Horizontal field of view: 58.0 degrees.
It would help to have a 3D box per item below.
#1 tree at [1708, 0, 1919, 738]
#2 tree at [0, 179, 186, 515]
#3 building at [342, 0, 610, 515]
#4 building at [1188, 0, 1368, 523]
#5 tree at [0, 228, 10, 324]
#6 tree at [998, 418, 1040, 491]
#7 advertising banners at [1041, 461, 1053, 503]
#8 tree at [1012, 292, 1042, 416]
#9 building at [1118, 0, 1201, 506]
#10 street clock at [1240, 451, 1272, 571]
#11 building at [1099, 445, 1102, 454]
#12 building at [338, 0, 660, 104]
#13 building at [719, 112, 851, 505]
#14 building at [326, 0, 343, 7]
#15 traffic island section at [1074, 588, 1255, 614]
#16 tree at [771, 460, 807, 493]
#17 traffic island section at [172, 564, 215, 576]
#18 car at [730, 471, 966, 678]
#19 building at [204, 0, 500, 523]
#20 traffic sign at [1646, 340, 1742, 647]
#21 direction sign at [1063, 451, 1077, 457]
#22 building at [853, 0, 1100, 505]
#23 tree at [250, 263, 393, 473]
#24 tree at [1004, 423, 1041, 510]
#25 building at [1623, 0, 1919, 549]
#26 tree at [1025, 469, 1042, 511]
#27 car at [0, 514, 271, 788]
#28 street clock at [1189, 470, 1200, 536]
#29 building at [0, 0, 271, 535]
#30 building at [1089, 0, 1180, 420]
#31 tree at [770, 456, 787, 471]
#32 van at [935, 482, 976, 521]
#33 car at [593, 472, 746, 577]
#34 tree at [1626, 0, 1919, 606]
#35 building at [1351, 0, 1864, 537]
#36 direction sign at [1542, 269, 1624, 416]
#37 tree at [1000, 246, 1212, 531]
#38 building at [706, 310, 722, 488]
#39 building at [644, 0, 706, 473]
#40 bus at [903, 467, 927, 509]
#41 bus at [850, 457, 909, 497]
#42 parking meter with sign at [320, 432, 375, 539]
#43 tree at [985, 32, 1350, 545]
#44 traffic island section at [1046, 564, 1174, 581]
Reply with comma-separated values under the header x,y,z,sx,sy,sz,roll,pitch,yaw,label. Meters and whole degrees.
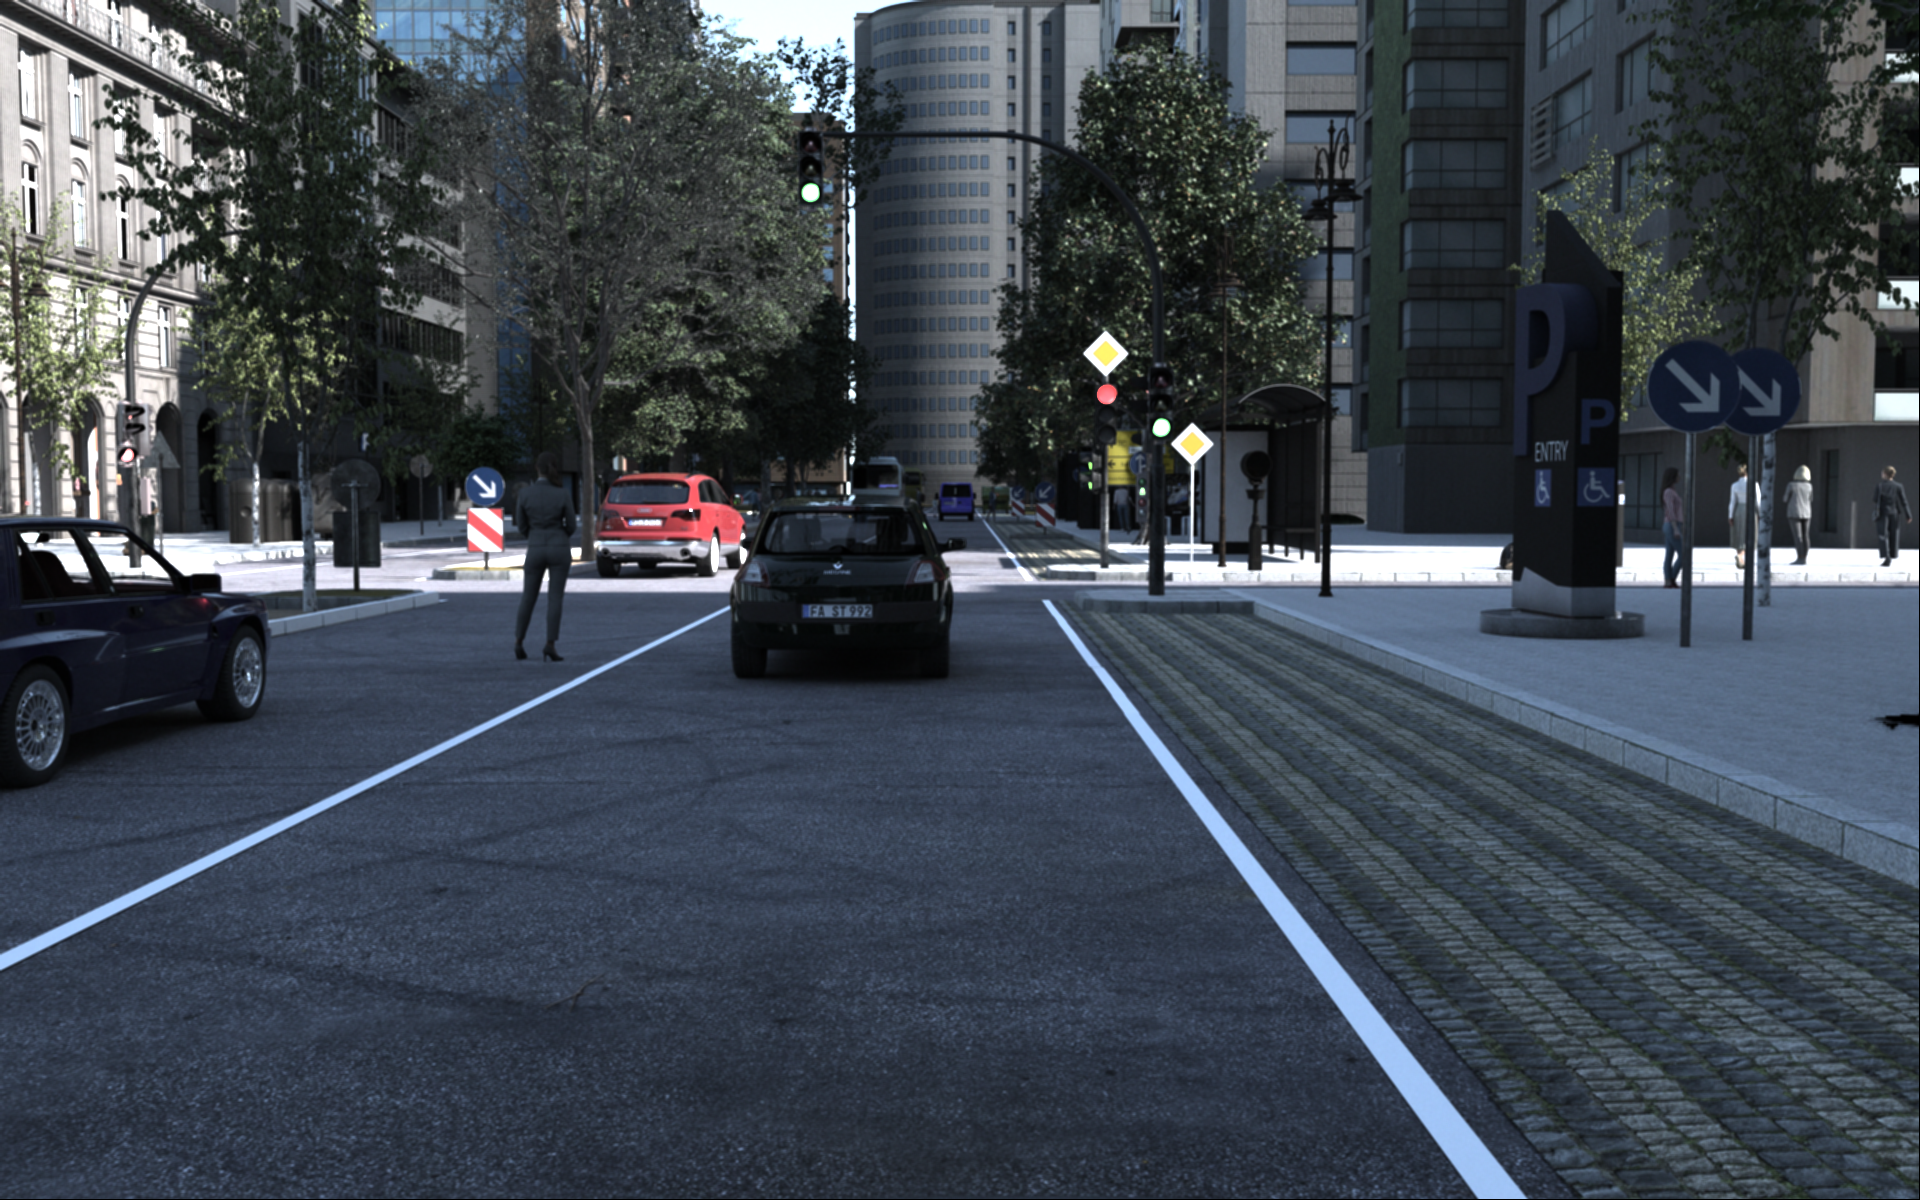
x,y,z,sx,sy,sz,roll,pitch,yaw,label
5.498,-5.087,8.929,9.928,11.665,9.643,0,3,0,tree
-21.933,-5.571,41.454,4.737,8.622,4.395,0,3,0,tree
-31.218,-28.254,112.060,14.600,45.320,14.200,0,3,0,building
23.153,-33.514,89.951,21.231,58.520,28.212,0,3,0,building
-21.444,-5.195,35.302,4.360,8.622,3.978,0,3,0,tree
5.503,-12.474,154.304,4.737,8.622,4.395,0,3,0,tree
4.459,-5.687,89.164,0.090,3.025,2.074,1,4,20,advertising banners
5.879,-9.019,73.217,9.928,11.665,9.643,0,3,0,tree
24.442,-49.886,128.308,22.319,86.520,31.000,0,3,0,building
4.945,-1.492,28.968,0.471,2.002,0.358,-1,4,-11,street clock
23.194,-26.417,203.618,14.107,30.474,14.160,0,3,0,building
-35.296,-29.294,133.578,22.147,44.769,28.867,0,3,0,building
-20.305,-33.813,202.959,14.200,45.320,14.600,0,3,0,building
-64.665,-44.222,161.284,20.611,71.187,20.563,0,3,0,building
2.510,0.016,22.014,2.009,0.180,2.903,0,3,0,traffic island section
-16.516,-14.019,163.626,8.767,10.594,7.601,1,4,15,tree
-14.316,-0.474,30.036,2.009,0.180,2.903,0,3,0,traffic island section
-0.941,-0.314,14.920,2.009,1.686,4.222,0,4,-1,car
-31.441,-15.804,77.460,14.314,24.678,30.058,0,3,0,building
6.089,-0.878,14.465,0.768,2.556,0.104,0,4,5,traffic sign
5.639,-5.925,88.868,0.876,3.537,0.379,3,5,39,direction sign
1.789,-40.579,205.467,28.212,58.520,21.231,0,3,0,building
-19.938,-6.339,54.005,4.360,8.622,3.978,0,3,0,tree
5.645,-11.713,141.869,4.360,8.622,3.978,0,3,0,tree
23.693,-22.065,44.362,14.086,41.232,14.154,0,3,0,building
5.876,-8.540,134.235,1.663,3.219,1.824,0,3,0,tree
-5.361,0.171,9.789,1.945,1.354,3.894,0,3,0,car
7.084,-2.925,52.394,0.358,2.002,0.471,0,4,-4,street clock
-31.060,-12.711,49.625,13.314,21.916,24.055,0,3,0,building
27.082,-34.819,158.526,28.713,52.752,27.495,0,3,0,building
-16.784,-13.581,147.803,9.928,11.665,9.643,0,3,0,tree
-0.217,-5.455,93.573,2.240,2.365,5.245,0,4,-1,van
-5.187,-1.395,31.480,2.281,1.827,5.304,0,4,2,car
9.425,-4.238,19.648,4.737,8.622,4.395,0,3,0,tree
21.329,-23.107,61.388,14.154,41.232,14.086,0,3,0,building
6.279,-1.564,17.561,0.876,3.537,0.379,-1,4,-10,direction sign
5.845,-7.684,60.051,8.767,10.594,7.601,0,4,-1,tree
-42.223,-33.784,206.997,28.867,44.769,22.147,0,3,0,building
-38.710,-37.933,162.207,28.212,58.520,21.231,0,3,0,building
-4.606,-10.165,157.748,2.896,3.916,12.252,0,4,0,bus
-4.289,-5.984,92.692,2.948,3.499,13.247,0,4,-1,bus
-17.531,-3.250,49.393,1.738,3.016,0.543,2,4,25,parking meter with sign
4.942,-7.727,43.342,9.611,12.733,9.660,0,3,0,tree
2.525,-0.472,29.999,2.009,0.180,2.903,0,3,0,traffic island section
